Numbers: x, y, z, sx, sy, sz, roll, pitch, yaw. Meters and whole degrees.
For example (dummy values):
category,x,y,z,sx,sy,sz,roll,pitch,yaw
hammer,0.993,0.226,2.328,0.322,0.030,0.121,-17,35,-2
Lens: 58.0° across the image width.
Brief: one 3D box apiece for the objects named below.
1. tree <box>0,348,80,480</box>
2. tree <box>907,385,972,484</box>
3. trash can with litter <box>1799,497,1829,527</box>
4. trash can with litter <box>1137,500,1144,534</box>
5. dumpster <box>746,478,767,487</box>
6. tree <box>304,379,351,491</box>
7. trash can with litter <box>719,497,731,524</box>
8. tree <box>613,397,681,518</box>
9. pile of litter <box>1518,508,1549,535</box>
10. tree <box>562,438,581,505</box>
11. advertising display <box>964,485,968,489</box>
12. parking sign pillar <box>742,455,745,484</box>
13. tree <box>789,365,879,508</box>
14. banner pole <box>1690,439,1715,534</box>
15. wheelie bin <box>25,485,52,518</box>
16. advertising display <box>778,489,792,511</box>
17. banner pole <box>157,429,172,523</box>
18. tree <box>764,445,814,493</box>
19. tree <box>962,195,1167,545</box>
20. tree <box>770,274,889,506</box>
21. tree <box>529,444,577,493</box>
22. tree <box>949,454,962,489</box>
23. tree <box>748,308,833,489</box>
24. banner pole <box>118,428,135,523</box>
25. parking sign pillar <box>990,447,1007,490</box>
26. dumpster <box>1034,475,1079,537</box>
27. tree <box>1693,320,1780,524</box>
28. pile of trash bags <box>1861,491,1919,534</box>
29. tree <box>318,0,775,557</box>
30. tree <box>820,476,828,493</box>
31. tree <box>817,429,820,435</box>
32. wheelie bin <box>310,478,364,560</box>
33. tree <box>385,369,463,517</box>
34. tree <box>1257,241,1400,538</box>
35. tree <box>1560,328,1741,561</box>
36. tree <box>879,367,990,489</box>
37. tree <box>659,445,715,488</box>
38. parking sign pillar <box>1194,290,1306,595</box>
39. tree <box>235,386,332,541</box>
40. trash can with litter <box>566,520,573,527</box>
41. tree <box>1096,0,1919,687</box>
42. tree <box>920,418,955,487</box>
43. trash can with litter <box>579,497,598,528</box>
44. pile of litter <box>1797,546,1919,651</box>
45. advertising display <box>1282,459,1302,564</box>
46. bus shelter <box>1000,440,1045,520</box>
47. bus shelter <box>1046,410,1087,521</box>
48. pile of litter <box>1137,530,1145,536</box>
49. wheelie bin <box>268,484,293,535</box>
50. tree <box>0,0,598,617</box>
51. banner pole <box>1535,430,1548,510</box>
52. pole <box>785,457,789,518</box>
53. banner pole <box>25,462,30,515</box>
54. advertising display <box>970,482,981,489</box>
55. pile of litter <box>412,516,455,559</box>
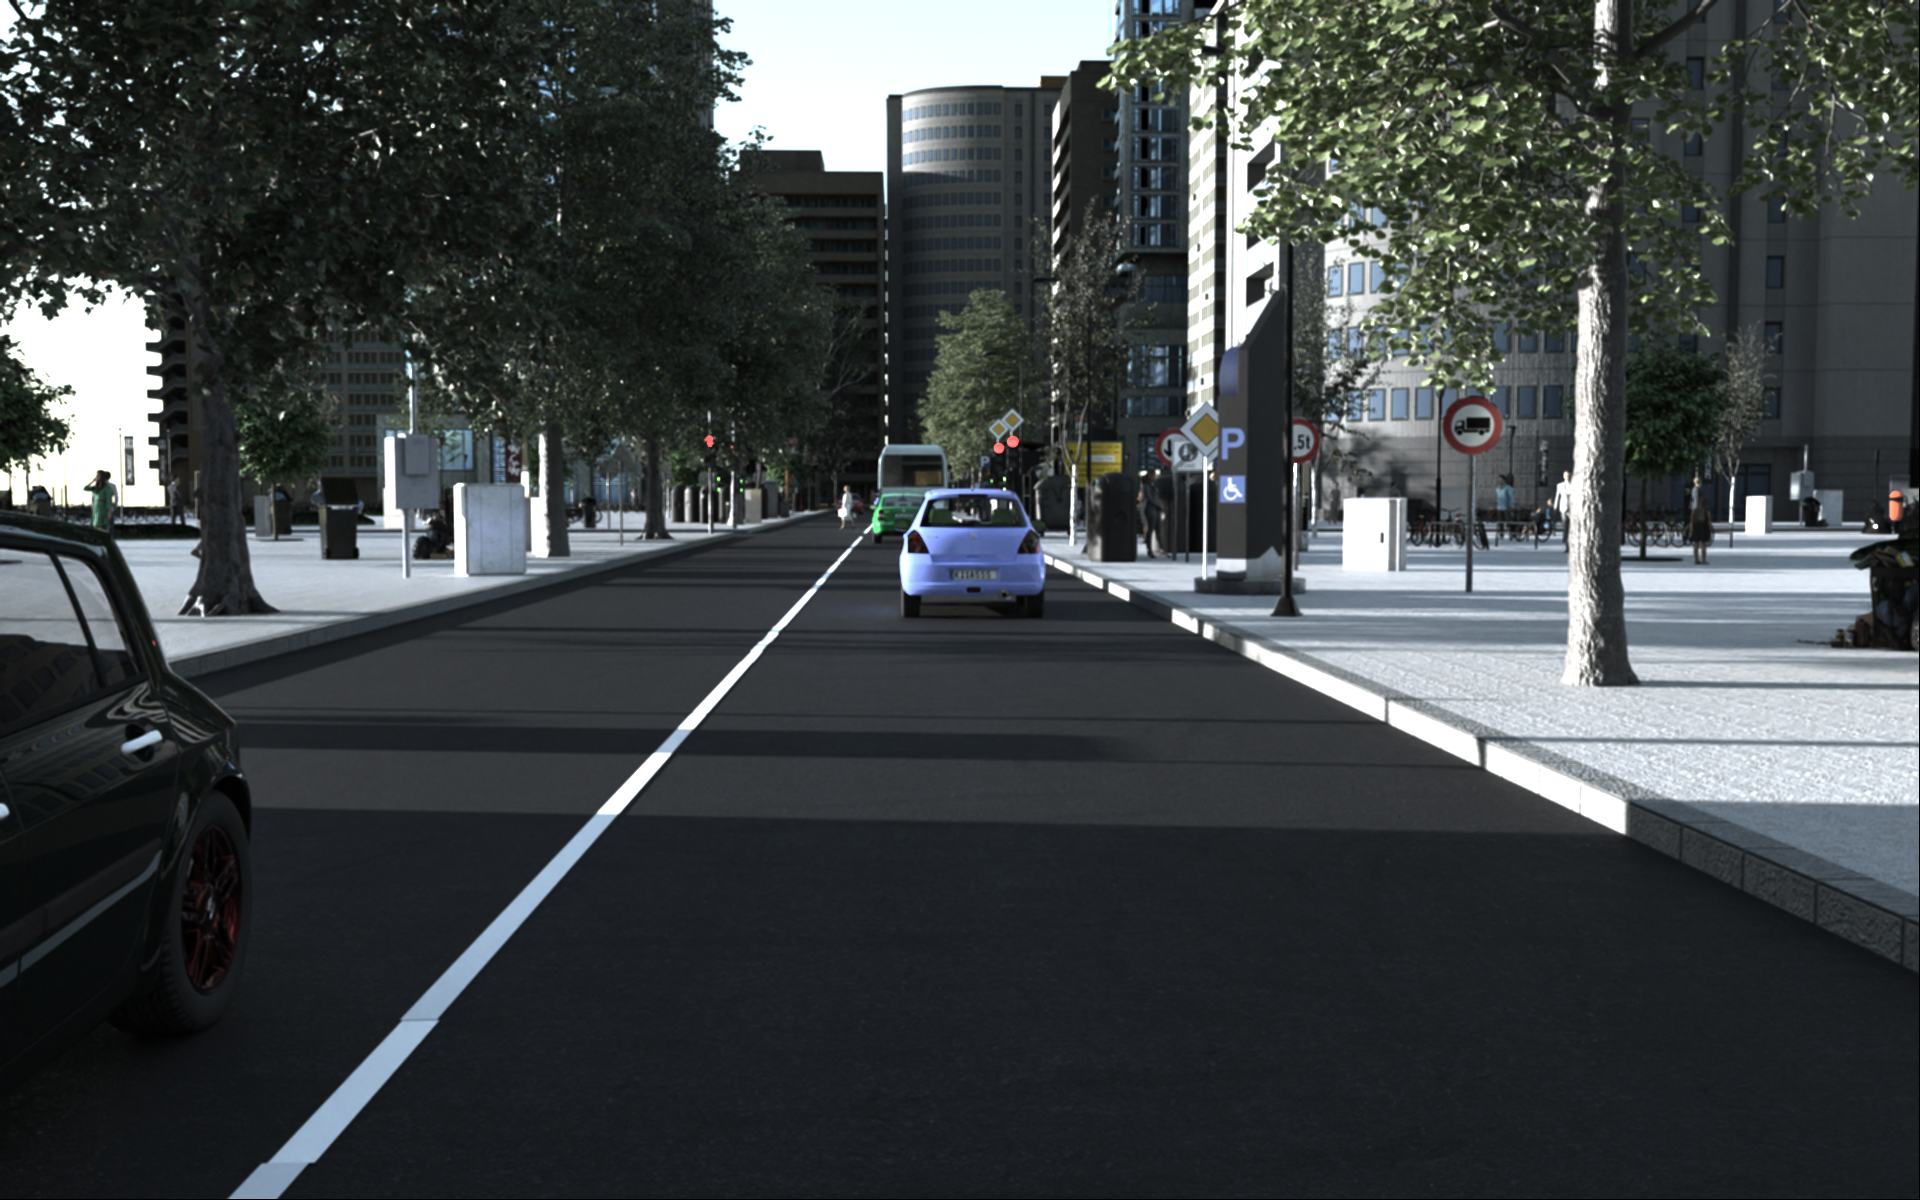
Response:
category,x,y,z,sx,sy,sz,roll,pitch,yaw
tree,-18.295,-2.955,32.024,4.285,4.588,4.351,0,3,0
tree,-1.789,-17.895,199.238,9.857,13.997,8.962,0,3,0
trash can with litter,32.965,-3.389,66.804,1.055,1.170,0.624,-2,4,-27
trash can with litter,5.559,-2.680,55.210,0.624,1.170,1.055,-2,4,-35
dumpster,-11.161,-5.709,95.832,1.502,2.255,1.985,0,4,-2
tree,-41.137,-9.786,110.371,4.360,8.622,3.978,0,3,0
trash can with litter,-10.126,-3.909,75.302,0.624,1.170,1.055,-3,5,-43
tree,-18.574,-9.377,103.679,4.360,8.622,3.978,0,3,0
pile of litter,17.987,-2.486,54.612,1.176,0.858,1.719,1,4,13
tree,-30.446,-11.280,134.798,4.360,8.622,3.978,0,3,0
advertising display,0.770,-7.064,120.707,0.974,1.923,0.123,1,4,20
parking sign pillar,-12.500,-6.748,98.801,1.447,3.967,1.447,0,4,-6
tree,-12.320,-15.538,164.422,12.009,13.543,11.850,0,3,0
banner pole,23.671,-3.982,55.127,0.863,3.779,0.401,-1,4,-13
wheelie bin,-33.417,-3.361,62.852,0.980,1.594,0.693,2,4,24
advertising display,-13.096,-7.608,129.601,0.974,1.923,0.123,0,4,7
banner pole,-30.632,-4.698,66.835,0.401,3.779,0.863,1,4,19
tree,-11.405,-8.046,115.258,4.285,4.588,4.351,0,3,0
tree,2.996,-5.708,43.687,4.360,8.622,3.978,0,3,0
tree,-12.157,-17.397,140.330,12.611,20.169,13.585,0,3,0
tree,-23.303,-6.939,97.161,4.285,4.588,4.351,0,3,0
tree,0.850,-10.614,123.904,4.360,8.622,3.978,0,3,0
tree,-9.670,-9.216,85.097,7.601,10.594,8.767,0,4,0
banner pole,-31.409,-4.602,65.254,0.863,3.779,0.401,1,4,17
parking sign pillar,2.168,-6.119,88.516,1.447,3.967,1.447,0,4,6
dumpster,2.900,-2.831,52.048,1.264,1.857,1.865,0,4,-2
tree,32.965,-7.559,73.946,4.360,8.622,3.978,0,3,0
pile of trash bags,29.876,-2.784,55.277,1.912,1.369,3.447,2,4,27
tree,-8.261,-7.860,35.171,9.857,13.997,8.962,0,3,0
tree,-12.990,-9.920,156.794,1.663,3.219,1.824,0,3,0
tree,-8.784,-8.060,48.797,9.611,12.733,9.660,0,3,0
wheelie bin,-12.285,-1.603,34.117,0.980,1.594,0.693,-2,4,-34
tree,-29.983,-8.919,96.184,4.737,8.622,4.395,0,3,0
tree,10.394,-6.103,50.143,4.360,8.622,3.978,0,3,0
tree,13.384,-3.053,33.636,4.285,4.588,4.351,0,3,0
tree,-0.524,-15.193,158.773,12.009,13.543,11.850,0,3,0
tree,-17.971,-7.836,111.825,4.285,4.588,4.351,0,3,0
parking sign pillar,3.785,-2.082,22.510,1.447,3.967,1.447,2,4,31
tree,-18.876,-3.912,47.673,4.285,4.588,4.351,0,3,0
trash can with litter,-15.481,-3.389,66.790,1.055,1.170,0.624,-1,4,-9
tree,4.278,-5.676,10.931,7.486,12.596,7.792,0,3,0
tree,-0.739,-11.310,135.287,4.737,8.622,4.395,0,3,0
trash can with litter,-13.923,-3.275,64.932,0.624,1.170,1.055,0,4,-7
pile of litter,7.902,-0.029,14.432,1.176,0.858,1.719,-1,4,-19
advertising display,5.770,-1.624,31.758,0.974,1.923,0.123,0,4,0
bus shelter,2.779,-5.277,77.566,1.731,3.624,6.357,0,4,-2
bus shelter,5.207,-6.277,80.264,2.179,5.291,8.768,0,4,-2
pile of litter,6.095,-2.372,52.747,1.719,0.858,1.176,1,4,9
wheelie bin,-21.401,-2.850,54.511,0.693,1.594,0.980,-2,4,-32
tree,-7.968,-6.189,18.199,9.611,12.733,9.660,0,3,0
banner pole,22.718,-4.757,67.789,0.401,3.779,0.863,-1,4,-23
pole,-9.381,-6.131,94.089,0.158,3.312,0.155,0,3,0
banner pole,-28.373,-3.830,52.639,0.401,3.779,0.863,-2,4,-34
advertising display,1.151,-5.173,89.788,0.974,1.923,0.123,-1,4,-17
pile of litter,-10.265,-1.271,34.749,1.176,0.858,1.719,2,4,35
